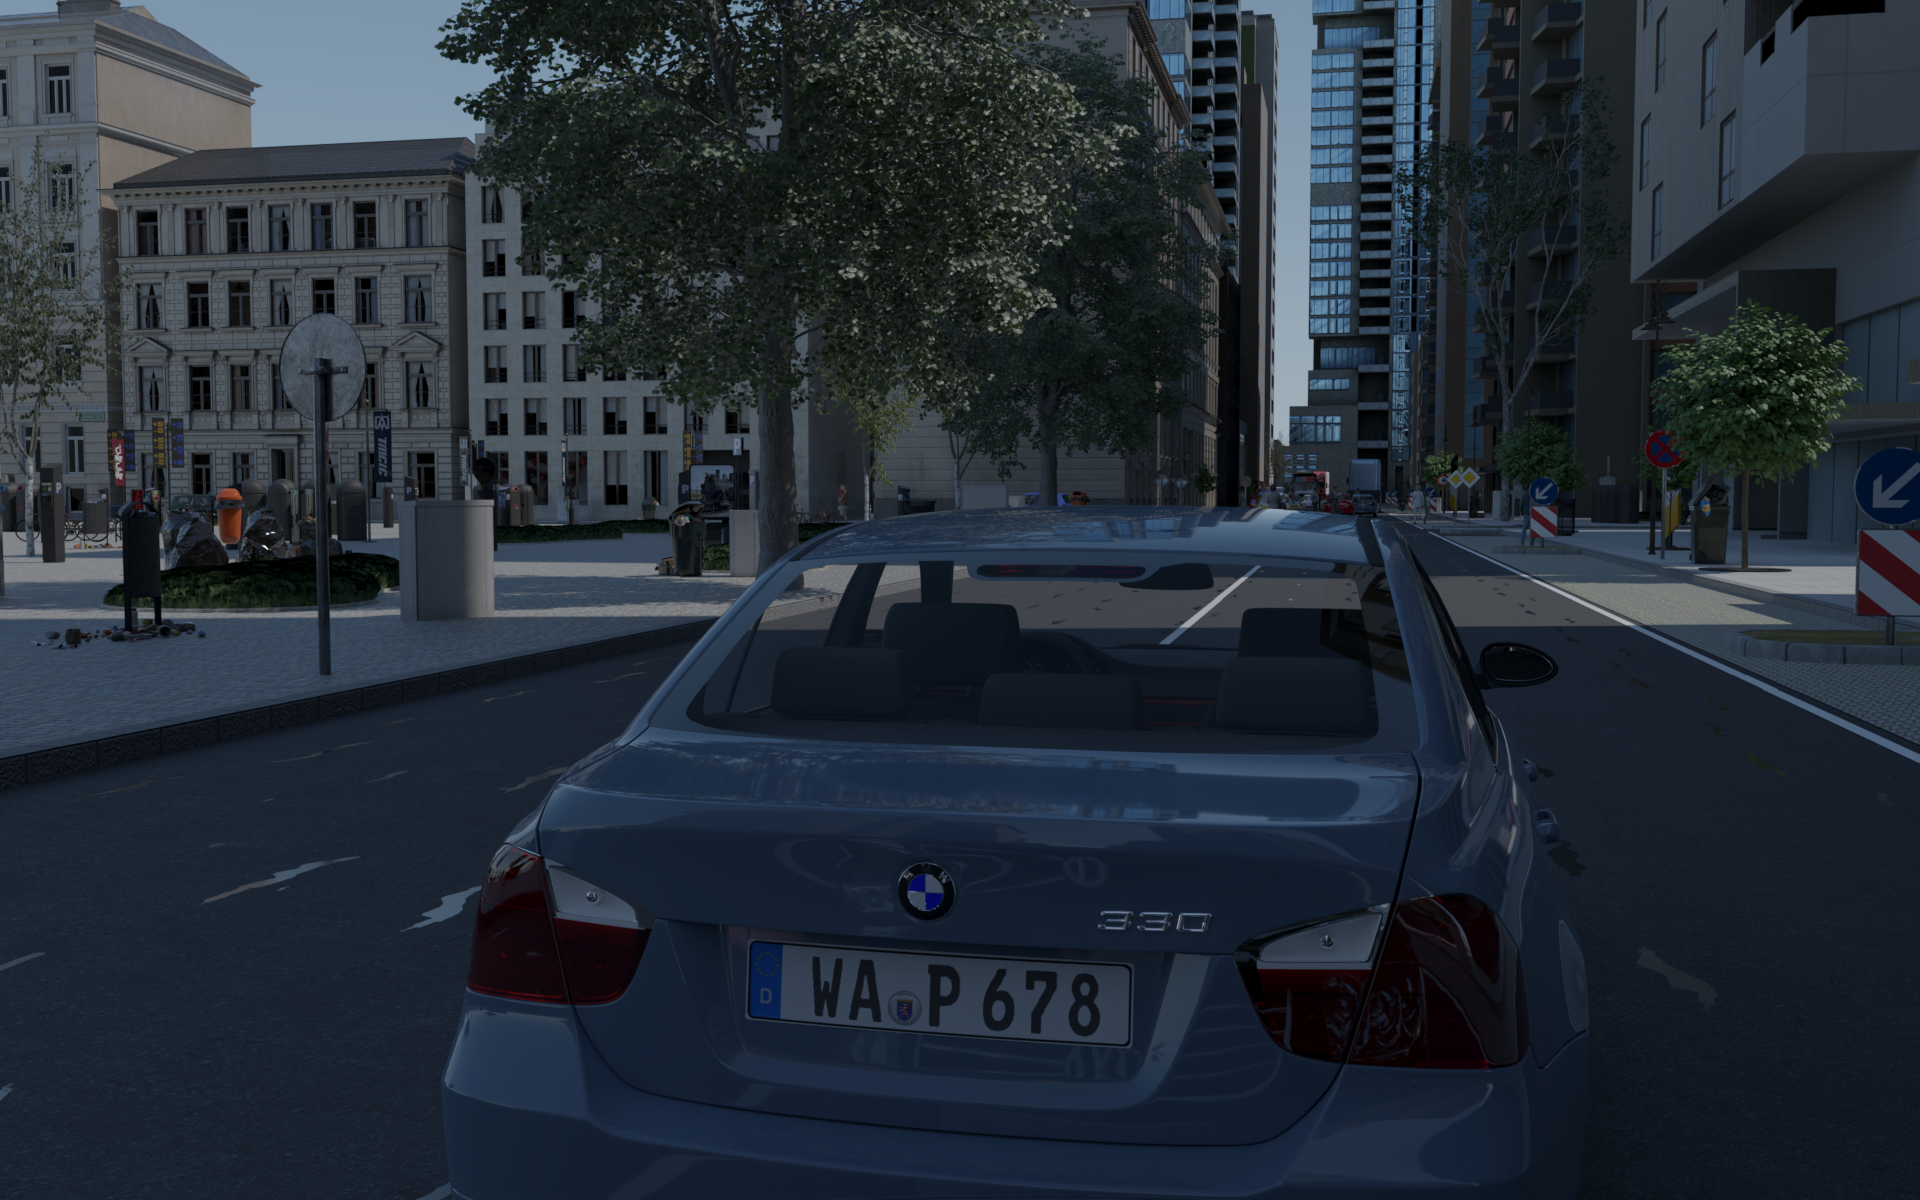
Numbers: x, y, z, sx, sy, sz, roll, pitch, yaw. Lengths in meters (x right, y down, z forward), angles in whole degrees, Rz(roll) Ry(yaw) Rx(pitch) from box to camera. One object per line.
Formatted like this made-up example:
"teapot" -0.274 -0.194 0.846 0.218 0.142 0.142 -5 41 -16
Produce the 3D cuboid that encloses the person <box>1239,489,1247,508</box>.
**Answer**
"person" 15.661 -5.290 95.993 0.522 1.701 0.512 -3 4 -36

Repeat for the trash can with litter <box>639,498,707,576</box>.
"trash can with litter" -4.452 -0.969 27.223 0.624 1.170 1.055 -3 5 -43

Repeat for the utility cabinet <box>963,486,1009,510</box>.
"utility cabinet" 0.675 -2.235 45.223 1.173 1.500 0.318 1 4 15

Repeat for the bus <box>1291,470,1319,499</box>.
"bus" 36.608 -11.769 183.962 2.896 3.916 12.252 1 4 11

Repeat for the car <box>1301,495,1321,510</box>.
"car" 31.071 -8.615 153.215 2.083 1.381 4.827 1 4 11

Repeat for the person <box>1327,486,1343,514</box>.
"person" 19.456 -4.997 90.167 0.822 1.834 0.622 3 5 39

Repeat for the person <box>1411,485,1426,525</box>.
"person" 21.233 -4.390 80.158 0.514 1.842 0.818 -2 4 -26

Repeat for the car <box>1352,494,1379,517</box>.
"car" 25.125 -5.873 108.025 2.014 1.417 4.499 1 4 14

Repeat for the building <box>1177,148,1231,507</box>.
"building" 8.893 -17.260 115.478 16.112 22.955 30.059 1 4 13

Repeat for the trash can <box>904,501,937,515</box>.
"trash can" -0.855 -1.583 37.540 0.748 1.137 0.748 0 3 0

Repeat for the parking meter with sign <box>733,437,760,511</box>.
"parking meter with sign" -6.133 -3.517 53.763 1.738 3.016 0.543 -2 4 -35

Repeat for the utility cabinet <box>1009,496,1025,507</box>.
"utility cabinet" 2.067 -3.315 65.359 0.306 1.237 1.020 -2 4 -29

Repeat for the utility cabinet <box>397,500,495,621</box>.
"utility cabinet" -5.310 -0.414 17.923 0.306 1.237 1.020 2 4 33

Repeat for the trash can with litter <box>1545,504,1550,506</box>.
"trash can with litter" 18.784 -2.727 55.975 0.624 1.170 1.055 1 4 13

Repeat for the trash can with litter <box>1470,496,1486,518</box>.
"trash can with litter" 27.500 -4.932 92.028 0.624 1.170 1.055 -2 4 -29

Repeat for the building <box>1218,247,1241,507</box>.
"building" 15.529 -18.824 137.453 12.332 23.373 15.834 1 4 13

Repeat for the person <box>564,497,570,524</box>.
"person" -17.344 -3.917 76.826 0.394 1.301 0.425 1 4 19

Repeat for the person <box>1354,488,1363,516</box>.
"person" 26.005 -6.415 113.479 0.850 1.850 0.679 3 4 36

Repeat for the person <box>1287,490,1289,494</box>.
"person" 27.343 -8.292 144.349 0.850 1.792 0.678 1 4 12

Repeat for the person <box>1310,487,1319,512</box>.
"person" 21.523 -5.932 105.336 0.661 1.843 0.795 -3 5 -42

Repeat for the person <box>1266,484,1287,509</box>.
"person" 10.840 -3.076 59.144 0.716 1.782 0.532 2 4 29

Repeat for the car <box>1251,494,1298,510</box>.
"car" 14.031 -4.092 77.128 2.015 1.641 3.980 1 4 13

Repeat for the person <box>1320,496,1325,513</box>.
"person" 20.096 -5.106 96.229 0.590 1.304 0.306 -2 4 -30

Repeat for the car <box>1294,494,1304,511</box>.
"car" 23.504 -6.946 123.357 2.009 1.686 4.222 1 4 13

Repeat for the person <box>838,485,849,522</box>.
"person" -4.876 -3.927 72.679 0.580 1.828 0.573 3 5 44

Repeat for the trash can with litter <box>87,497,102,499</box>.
"trash can with litter" -20.011 -1.830 40.985 2.233 1.210 1.678 -3 5 -40

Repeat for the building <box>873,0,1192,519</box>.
"building" 4.380 -17.783 88.021 12.463 27.353 25.104 1 4 13

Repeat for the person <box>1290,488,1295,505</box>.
"person" 20.552 -6.047 107.375 0.388 1.821 0.555 -2 4 -26

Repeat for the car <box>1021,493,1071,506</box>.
"car" 2.970 -3.773 71.276 3.694 1.707 1.945 1 4 14

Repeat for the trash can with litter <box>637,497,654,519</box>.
"trash can with litter" -12.776 -3.617 70.522 0.624 1.170 1.055 2 4 24

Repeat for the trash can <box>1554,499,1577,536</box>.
"trash can" 18.476 -2.524 52.917 0.748 1.137 0.748 0 3 0

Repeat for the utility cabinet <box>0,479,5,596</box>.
"utility cabinet" -12.082 -0.747 20.896 0.318 1.500 1.173 1 4 10

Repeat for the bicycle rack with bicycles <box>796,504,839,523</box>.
"bicycle rack with bicycles" -6.021 -2.944 61.521 2.852 0.926 2.925 -3 4 -38

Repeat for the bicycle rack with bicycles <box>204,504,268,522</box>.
"bicycle rack with bicycles" -23.664 -2.775 58.752 2.925 0.926 2.852 -3 4 -36

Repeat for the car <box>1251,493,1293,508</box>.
"car" 14.686 -4.396 81.460 1.945 1.707 3.694 1 4 12

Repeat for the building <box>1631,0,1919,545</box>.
"building" 33.729 -27.817 44.040 28.713 52.752 27.495 1 4 13

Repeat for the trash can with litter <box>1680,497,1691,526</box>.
"trash can with litter" 29.642 -3.608 70.372 0.624 1.170 1.055 0 4 0

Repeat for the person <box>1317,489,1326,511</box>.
"person" 30.925 -8.575 148.646 1.348 1.831 0.705 -2 4 -24

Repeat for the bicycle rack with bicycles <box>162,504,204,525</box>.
"bicycle rack with bicycles" -27.470 -2.909 60.952 2.852 0.926 2.925 -1 4 -16

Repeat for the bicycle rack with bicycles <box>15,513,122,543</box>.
"bicycle rack with bicycles" -23.803 -2.033 46.615 2.925 0.926 2.852 -1 4 -21

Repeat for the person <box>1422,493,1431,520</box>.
"person" 25.307 -5.060 93.830 0.503 1.515 0.523 3 5 40

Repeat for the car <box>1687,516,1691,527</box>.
"car" 30.493 -3.306 66.413 4.827 1.381 2.083 1 4 14

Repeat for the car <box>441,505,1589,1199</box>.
"car" 0.472 0.470 4.311 2.014 1.417 4.499 1 4 14

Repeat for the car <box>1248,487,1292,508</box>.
"car" 16.626 -5.134 92.618 2.281 1.827 5.304 1 4 14

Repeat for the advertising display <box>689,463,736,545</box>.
"advertising display" -5.194 -1.905 36.362 0.974 1.923 0.123 0 4 -2

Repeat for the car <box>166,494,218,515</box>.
"car" -33.924 -4.208 78.580 4.222 1.686 2.009 1 4 11

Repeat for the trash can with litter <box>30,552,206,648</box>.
"trash can with litter" -7.601 -0.267 15.425 1.678 1.210 2.233 0 4 4

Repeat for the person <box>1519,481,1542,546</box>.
"person" 14.983 -2.237 45.428 0.623 1.781 0.721 1 4 21

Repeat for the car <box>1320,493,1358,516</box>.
"car" 22.124 -5.636 101.195 2.155 1.783 4.494 1 4 14
